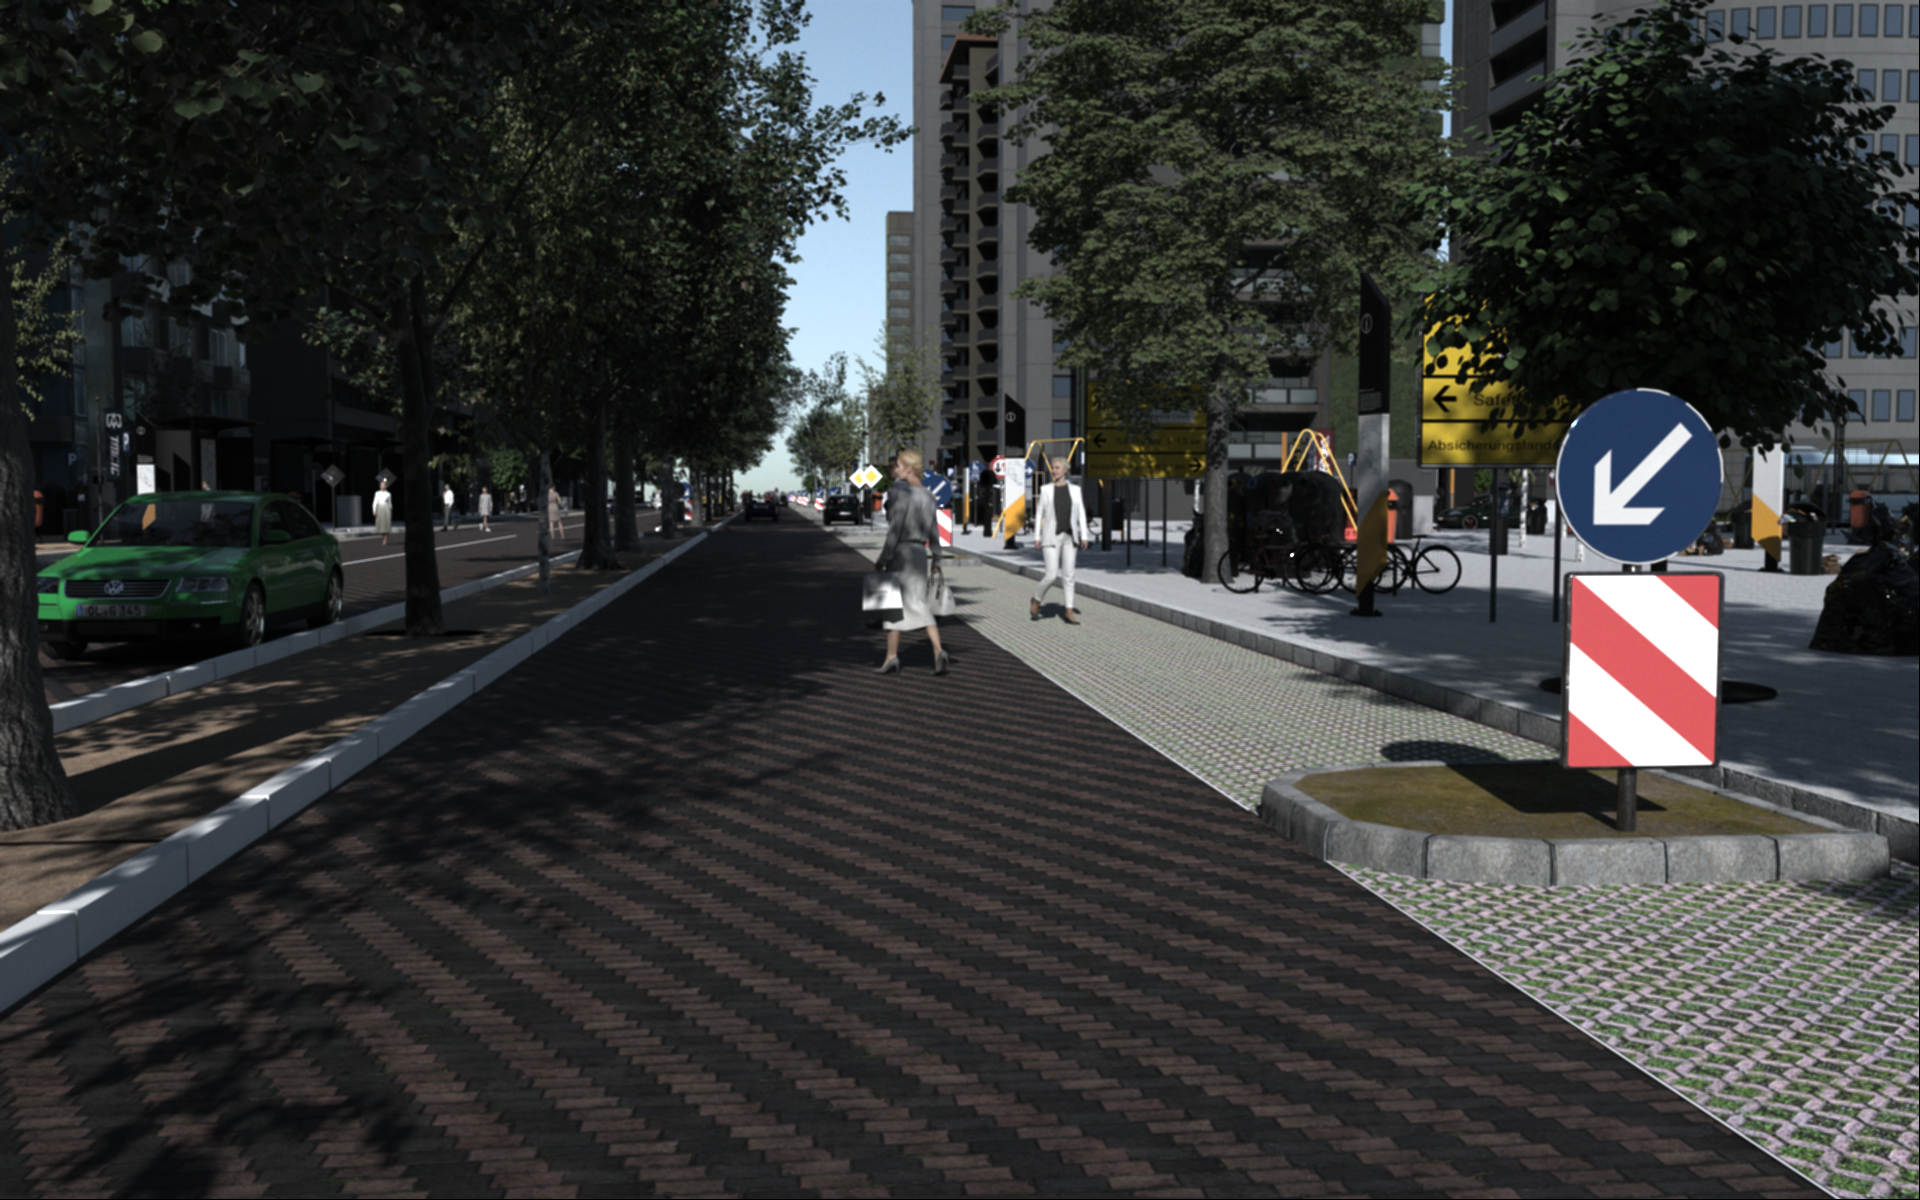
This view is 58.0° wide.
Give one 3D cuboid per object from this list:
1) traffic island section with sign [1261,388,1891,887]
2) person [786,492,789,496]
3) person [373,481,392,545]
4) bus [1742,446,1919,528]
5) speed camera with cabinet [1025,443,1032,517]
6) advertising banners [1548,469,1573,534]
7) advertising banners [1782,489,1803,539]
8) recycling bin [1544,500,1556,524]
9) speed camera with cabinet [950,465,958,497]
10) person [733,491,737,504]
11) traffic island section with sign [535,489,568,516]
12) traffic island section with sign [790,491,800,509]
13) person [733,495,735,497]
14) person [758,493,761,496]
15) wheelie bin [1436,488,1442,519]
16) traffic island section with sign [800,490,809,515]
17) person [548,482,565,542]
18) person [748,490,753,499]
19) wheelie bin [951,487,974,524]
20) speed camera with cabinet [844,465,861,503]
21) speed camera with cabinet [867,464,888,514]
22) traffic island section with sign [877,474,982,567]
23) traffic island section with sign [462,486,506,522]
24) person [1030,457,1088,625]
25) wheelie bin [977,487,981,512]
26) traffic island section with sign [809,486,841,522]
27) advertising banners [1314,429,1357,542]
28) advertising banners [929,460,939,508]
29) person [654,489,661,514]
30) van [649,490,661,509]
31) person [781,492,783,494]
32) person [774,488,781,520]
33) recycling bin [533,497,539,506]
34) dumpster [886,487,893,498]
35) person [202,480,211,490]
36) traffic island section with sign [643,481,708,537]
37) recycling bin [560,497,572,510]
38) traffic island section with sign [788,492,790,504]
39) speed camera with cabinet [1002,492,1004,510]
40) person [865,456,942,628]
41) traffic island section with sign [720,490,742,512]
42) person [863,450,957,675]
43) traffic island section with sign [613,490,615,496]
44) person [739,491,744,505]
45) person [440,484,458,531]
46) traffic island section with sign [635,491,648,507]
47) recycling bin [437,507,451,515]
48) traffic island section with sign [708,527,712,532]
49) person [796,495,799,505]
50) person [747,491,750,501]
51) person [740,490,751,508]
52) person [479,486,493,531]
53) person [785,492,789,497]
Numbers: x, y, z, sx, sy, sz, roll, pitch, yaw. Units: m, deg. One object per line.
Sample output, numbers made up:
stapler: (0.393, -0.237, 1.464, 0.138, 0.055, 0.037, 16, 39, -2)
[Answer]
traffic island section with sign: (2.357, 0.084, 7.250, 1.989, 1.847, 2.006, 0, 4, -6)
person: (-29.510, -17.674, 298.178, 1.217, 1.736, 0.721, -3, 4, -38)
person: (-16.186, -2.441, 48.638, 0.478, 1.798, 0.641, 0, 4, 0)
bus: (37.758, -4.483, 68.150, 13.247, 3.499, 2.948, 0, 4, -6)
speed camera with cabinet: (3.168, -4.477, 67.528, 2.038, 3.252, 0.660, -2, 4, -27)
advertising banners: (19.616, -3.618, 55.341, 0.090, 3.025, 2.074, -3, 4, -36)
advertising banners: (23.850, -3.291, 49.991, 0.090, 3.025, 2.074, 0, 4, 3)
recycling bin: (25.203, -3.751, 73.890, 0.722, 1.027, 0.722, 1, 4, 9)
speed camera with cabinet: (-0.450, -7.715, 120.472, 0.660, 3.252, 2.038, 0, 4, 3)
person: (-33.698, -15.376, 259.881, 0.705, 1.826, 1.348, 1, 4, 20)
traffic island section with sign: (-27.110, -6.505, 114.992, 1.989, 1.847, 2.006, 0, 4, -6)
traffic island section with sign: (-14.992, -9.620, 165.914, 1.989, 1.847, 2.006, 0, 4, -6)
person: (-37.776, -16.960, 286.531, 1.217, 1.736, 0.721, -2, 4, -24)
person: (-33.381, -17.018, 288.205, 0.593, 1.643, 0.415, -2, 4, -33)
wheelie bin: (23.719, -4.762, 85.774, 0.980, 1.594, 0.693, -3, 5, -45)
traffic island section with sign: (-9.544, -6.566, 115.982, 1.989, 1.847, 2.006, 0, 4, -6)
person: (-12.202, -2.648, 52.128, 0.599, 1.781, 0.374, 0, 4, -8)
person: (-22.479, -10.915, 186.598, 0.705, 1.869, 1.348, -3, 4, -38)
wheelie bin: (0.068, -3.990, 73.140, 0.693, 1.594, 0.980, 1, 4, 12)
speed camera with cabinet: (-7.459, -7.610, 118.759, 0.660, 3.252, 2.038, 0, 4, 5)
speed camera with cabinet: (-5.363, -7.256, 112.979, 0.660, 3.252, 2.038, -2, 4, -28)
traffic island section with sign: (-0.661, -1.602, 34.829, 1.989, 1.847, 2.006, 0, 4, -6)
traffic island section with sign: (-24.164, -4.859, 88.065, 1.989, 1.847, 2.006, 0, 4, -6)
person: (1.073, -0.658, 19.140, 0.514, 1.842, 0.818, -2, 4, -29)
wheelie bin: (0.521, -4.171, 76.106, 0.980, 1.594, 0.693, 3, 5, 39)
traffic island section with sign: (-6.543, -4.889, 88.558, 1.989, 1.847, 2.006, 0, 4, -6)
advertising banners: (10.479, -3.058, 46.194, 2.074, 3.025, 0.090, 1, 4, 17)
advertising banners: (-1.064, -5.788, 90.824, 0.090, 3.025, 2.074, 2, 4, 33)
person: (-21.920, -7.157, 125.865, 0.624, 1.780, 0.694, -2, 4, -34)
van: (-30.102, -10.176, 173.392, 2.013, 2.044, 4.112, -1, 4, -8)
person: (-22.835, -13.065, 222.794, 1.217, 1.739, 0.721, 2, 4, 27)
person: (-10.169, -5.368, 96.491, 0.478, 1.798, 0.641, -2, 4, -29)
recycling bin: (-33.420, -7.637, 137.425, 0.722, 1.027, 0.722, -3, 5, -42)
dumpster: (-3.942, -6.296, 108.693, 1.264, 1.857, 1.865, 0, 4, -6)
person: (-19.749, -2.256, 45.478, 0.635, 1.810, 0.391, 3, 5, 43)
traffic island section with sign: (-9.716, -3.107, 58.934, 2.006, 1.907, 1.989, 0, 4, -6)
recycling bin: (-31.643, -7.740, 139.096, 0.722, 1.027, 0.722, -3, 5, -45)
traffic island section with sign: (-18.027, -11.313, 193.587, 1.989, 1.847, 2.006, 0, 4, -6)
speed camera with cabinet: (3.307, -7.163, 111.447, 2.038, 3.252, 0.660, -3, 5, -44)
person: (-0.590, -0.603, 18.465, 0.850, 1.850, 0.679, 1, 4, 14)
traffic island section with sign: (-18.694, -8.126, 140.992, 2.006, 1.907, 1.989, 0, 4, -6)
person: (-0.386, -0.294, 13.656, 0.694, 1.780, 0.624, -3, 4, -37)
traffic island section with sign: (-32.434, -9.487, 163.741, 1.989, 1.847, 2.006, 0, 4, -6)
person: (-29.552, -13.917, 235.974, 1.348, 1.831, 0.705, 1, 4, 23)
person: (-19.900, -3.594, 67.368, 0.679, 1.850, 0.850, 3, 5, 43)
traffic island section with sign: (-35.417, -11.152, 190.956, 1.989, 1.847, 2.006, 0, 4, -6)
recycling bin: (-31.730, -5.748, 106.535, 0.722, 1.027, 0.722, -2, 4, -29)
traffic island section with sign: (-10.512, -3.557, 66.298, 2.006, 1.907, 1.989, 0, 4, -6)
person: (-21.343, -13.453, 229.012, 0.434, 1.755, 0.990, -2, 4, -34)
person: (-23.553, -11.277, 193.555, 0.721, 1.739, 1.217, 0, 4, 3)
person: (-20.193, -9.471, 163.378, 1.348, 1.821, 0.705, -2, 4, -30)
person: (-18.357, -3.525, 66.889, 0.760, 1.731, 0.466, 3, 4, 39)
person: (-27.143, -15.869, 268.675, 1.217, 1.735, 0.721, 0, 4, -4)
